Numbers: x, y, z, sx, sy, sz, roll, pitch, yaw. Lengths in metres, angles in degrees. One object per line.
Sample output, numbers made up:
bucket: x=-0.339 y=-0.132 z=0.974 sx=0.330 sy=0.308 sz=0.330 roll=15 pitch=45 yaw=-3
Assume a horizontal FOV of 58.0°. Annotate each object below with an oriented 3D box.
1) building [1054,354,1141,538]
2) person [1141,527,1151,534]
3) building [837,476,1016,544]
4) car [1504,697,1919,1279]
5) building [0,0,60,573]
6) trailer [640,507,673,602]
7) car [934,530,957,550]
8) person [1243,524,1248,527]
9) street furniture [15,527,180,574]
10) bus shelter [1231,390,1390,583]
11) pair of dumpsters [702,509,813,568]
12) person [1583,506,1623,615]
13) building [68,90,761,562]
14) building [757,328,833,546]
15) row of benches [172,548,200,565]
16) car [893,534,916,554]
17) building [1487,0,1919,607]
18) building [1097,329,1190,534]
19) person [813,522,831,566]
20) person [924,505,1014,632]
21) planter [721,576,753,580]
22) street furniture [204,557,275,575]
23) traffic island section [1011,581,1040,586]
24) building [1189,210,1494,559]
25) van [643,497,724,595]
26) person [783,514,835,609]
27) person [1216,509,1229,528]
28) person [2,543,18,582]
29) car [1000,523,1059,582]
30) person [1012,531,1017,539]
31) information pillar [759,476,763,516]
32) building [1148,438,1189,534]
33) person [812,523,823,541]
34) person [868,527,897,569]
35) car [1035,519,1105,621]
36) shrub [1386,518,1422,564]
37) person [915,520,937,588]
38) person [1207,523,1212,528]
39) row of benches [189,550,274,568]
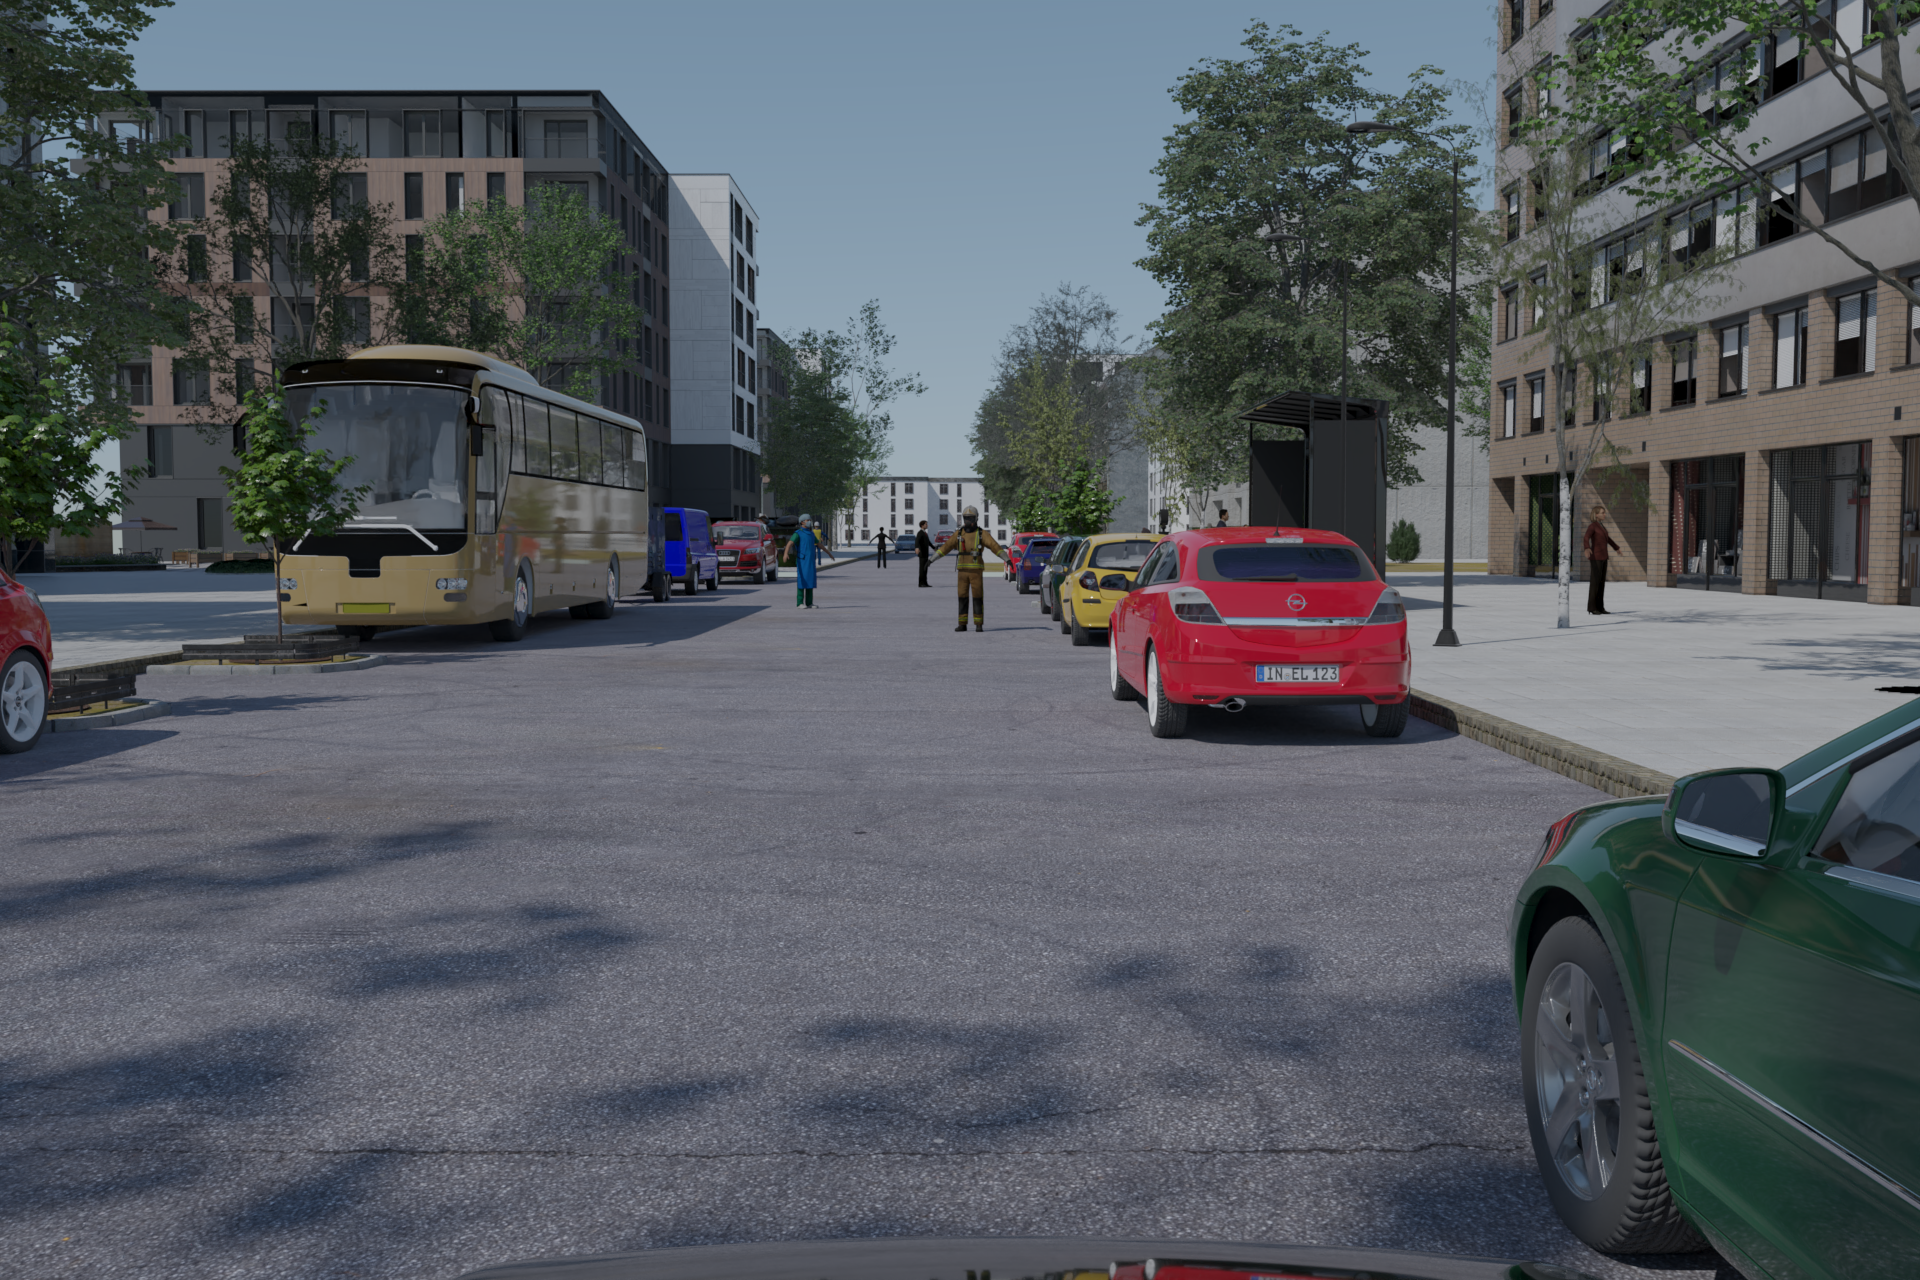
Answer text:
building: x=24.130 y=-22.558 z=212.800 sx=27.936 sy=21.610 sz=32.646 roll=0 pitch=4 yaw=0
person: x=4.035 y=-1.868 z=39.770 sx=0.799 sy=1.438 sz=0.628 roll=-3 pitch=5 yaw=-43
building: x=-5.120 y=-18.836 z=252.578 sx=28.070 sy=9.664 sz=9.099 roll=0 pitch=4 yaw=-6
car: x=2.165 y=0.594 z=2.093 sx=2.131 sy=1.459 sz=4.920 roll=0 pitch=4 yaw=-1
building: x=-33.007 y=-15.884 z=39.287 sx=16.754 sy=29.471 sz=25.880 roll=0 pitch=4 yaw=-1
trailer: x=-6.930 y=-1.770 z=35.989 sx=1.471 sy=1.999 sz=3.904 roll=0 pitch=3 yaw=0
car: x=-1.244 y=-9.055 z=156.723 sx=2.281 sy=1.827 sz=5.304 roll=0 pitch=4 yaw=0
person: x=13.382 y=-4.536 z=80.881 sx=1.216 sy=1.740 sz=0.721 roll=-1 pitch=4 yaw=-19
street furniture: x=-31.177 y=-3.247 z=59.941 sx=9.812 sy=1.723 sz=11.010 roll=2 pitch=4 yaw=26
bus shelter: x=6.238 y=-2.456 z=31.440 sx=1.731 sy=3.624 sz=6.357 roll=0 pitch=3 yaw=0
pair of dumpsters: x=-7.090 y=-3.195 z=57.191 sx=4.436 sy=2.255 sz=1.574 roll=0 pitch=4 yaw=0
person: x=10.205 y=-1.266 z=27.499 sx=1.215 sy=1.729 sz=0.721 roll=-3 pitch=5 yaw=-45
building: x=-26.993 y=-15.436 z=96.353 sx=27.936 sy=21.610 sz=32.646 roll=0 pitch=4 yaw=0
building: x=-29.131 y=-21.057 z=188.255 sx=27.936 sy=21.610 sz=32.646 roll=0 pitch=4 yaw=1
row of benches: x=-33.093 y=-3.590 z=74.157 sx=1.422 sy=0.672 sz=4.104 roll=-1 pitch=4 yaw=-15
car: x=-3.905 y=-7.105 z=128.169 sx=2.014 sy=1.417 sz=4.499 roll=0 pitch=4 yaw=0
building: x=26.272 y=-13.679 z=30.229 sx=21.656 sy=26.213 sz=47.522 roll=0 pitch=4 yaw=0
building: x=24.066 y=-21.395 z=180.738 sx=19.493 sy=23.208 sz=18.063 roll=0 pitch=4 yaw=0
person: x=-5.813 y=-3.890 z=70.072 sx=1.216 sy=1.772 sz=0.721 roll=-1 pitch=4 yaw=-18
person: x=0.149 y=-1.050 z=25.393 sx=1.354 sy=1.858 sz=0.705 roll=1 pitch=4 yaw=15
planter: x=-7.294 y=-2.071 z=55.005 sx=1.991 sy=0.319 sz=1.994 roll=0 pitch=4 yaw=1
street furniture: x=-20.813 y=-2.675 z=59.357 sx=10.072 sy=0.657 sz=5.734 roll=-3 pitch=4 yaw=-36
traffic island section: x=2.424 y=-1.579 z=48.678 sx=1.991 sy=0.108 sz=1.994 roll=0 pitch=4 yaw=0
building: x=24.164 y=-14.491 z=103.388 sx=16.747 sy=18.905 sz=31.486 roll=0 pitch=3 yaw=0
van: x=-7.098 y=-2.313 z=42.200 sx=2.240 sy=2.365 sz=5.245 roll=0 pitch=4 yaw=0
person: x=-2.942 y=-1.508 z=33.248 sx=0.704 sy=1.817 sz=1.347 roll=3 pitch=5 yaw=40
person: x=5.683 y=-1.907 z=37.228 sx=0.704 sy=1.823 sz=1.345 roll=0 pitch=4 yaw=4
person: x=-20.453 y=-1.854 z=37.137 sx=0.721 sy=1.735 sz=1.217 roll=-2 pitch=4 yaw=-28
car: x=2.294 y=-2.675 z=52.774 sx=2.155 sy=1.783 sz=4.494 roll=0 pitch=4 yaw=-1
person: x=2.938 y=-5.329 z=96.399 sx=0.599 sy=1.433 sz=0.991 roll=0 pitch=4 yaw=7
information pillar: x=-8.060 y=-4.826 z=70.264 sx=0.183 sy=3.616 sz=0.504 roll=0 pitch=4 yaw=1
building: x=20.894 y=-11.917 z=136.989 sx=9.099 sy=9.664 sz=28.070 roll=0 pitch=4 yaw=0
person: x=-7.445 y=-4.956 z=87.177 sx=1.345 sy=1.843 sz=0.704 roll=3 pitch=4 yaw=37
person: x=-3.244 y=-3.845 z=72.048 sx=1.216 sy=1.740 sz=0.721 roll=0 pitch=4 yaw=3
car: x=2.326 y=-1.228 z=29.857 sx=2.009 sy=1.686 sz=4.222 roll=0 pitch=4 yaw=-1
shrub: x=19.280 y=-4.336 z=75.310 sx=1.690 sy=2.028 sz=1.600 roll=0 pitch=3 yaw=0
person: x=-0.951 y=-2.314 z=46.472 sx=0.705 sy=1.806 sz=1.347 roll=1 pitch=4 yaw=22
person: x=12.128 y=-4.766 z=84.050 sx=0.705 sy=1.813 sz=1.348 roll=0 pitch=4 yaw=0
row of benches: x=-28.036 y=-3.177 z=67.402 sx=1.422 sy=0.672 sz=4.104 roll=3 pitch=4 yaw=39
